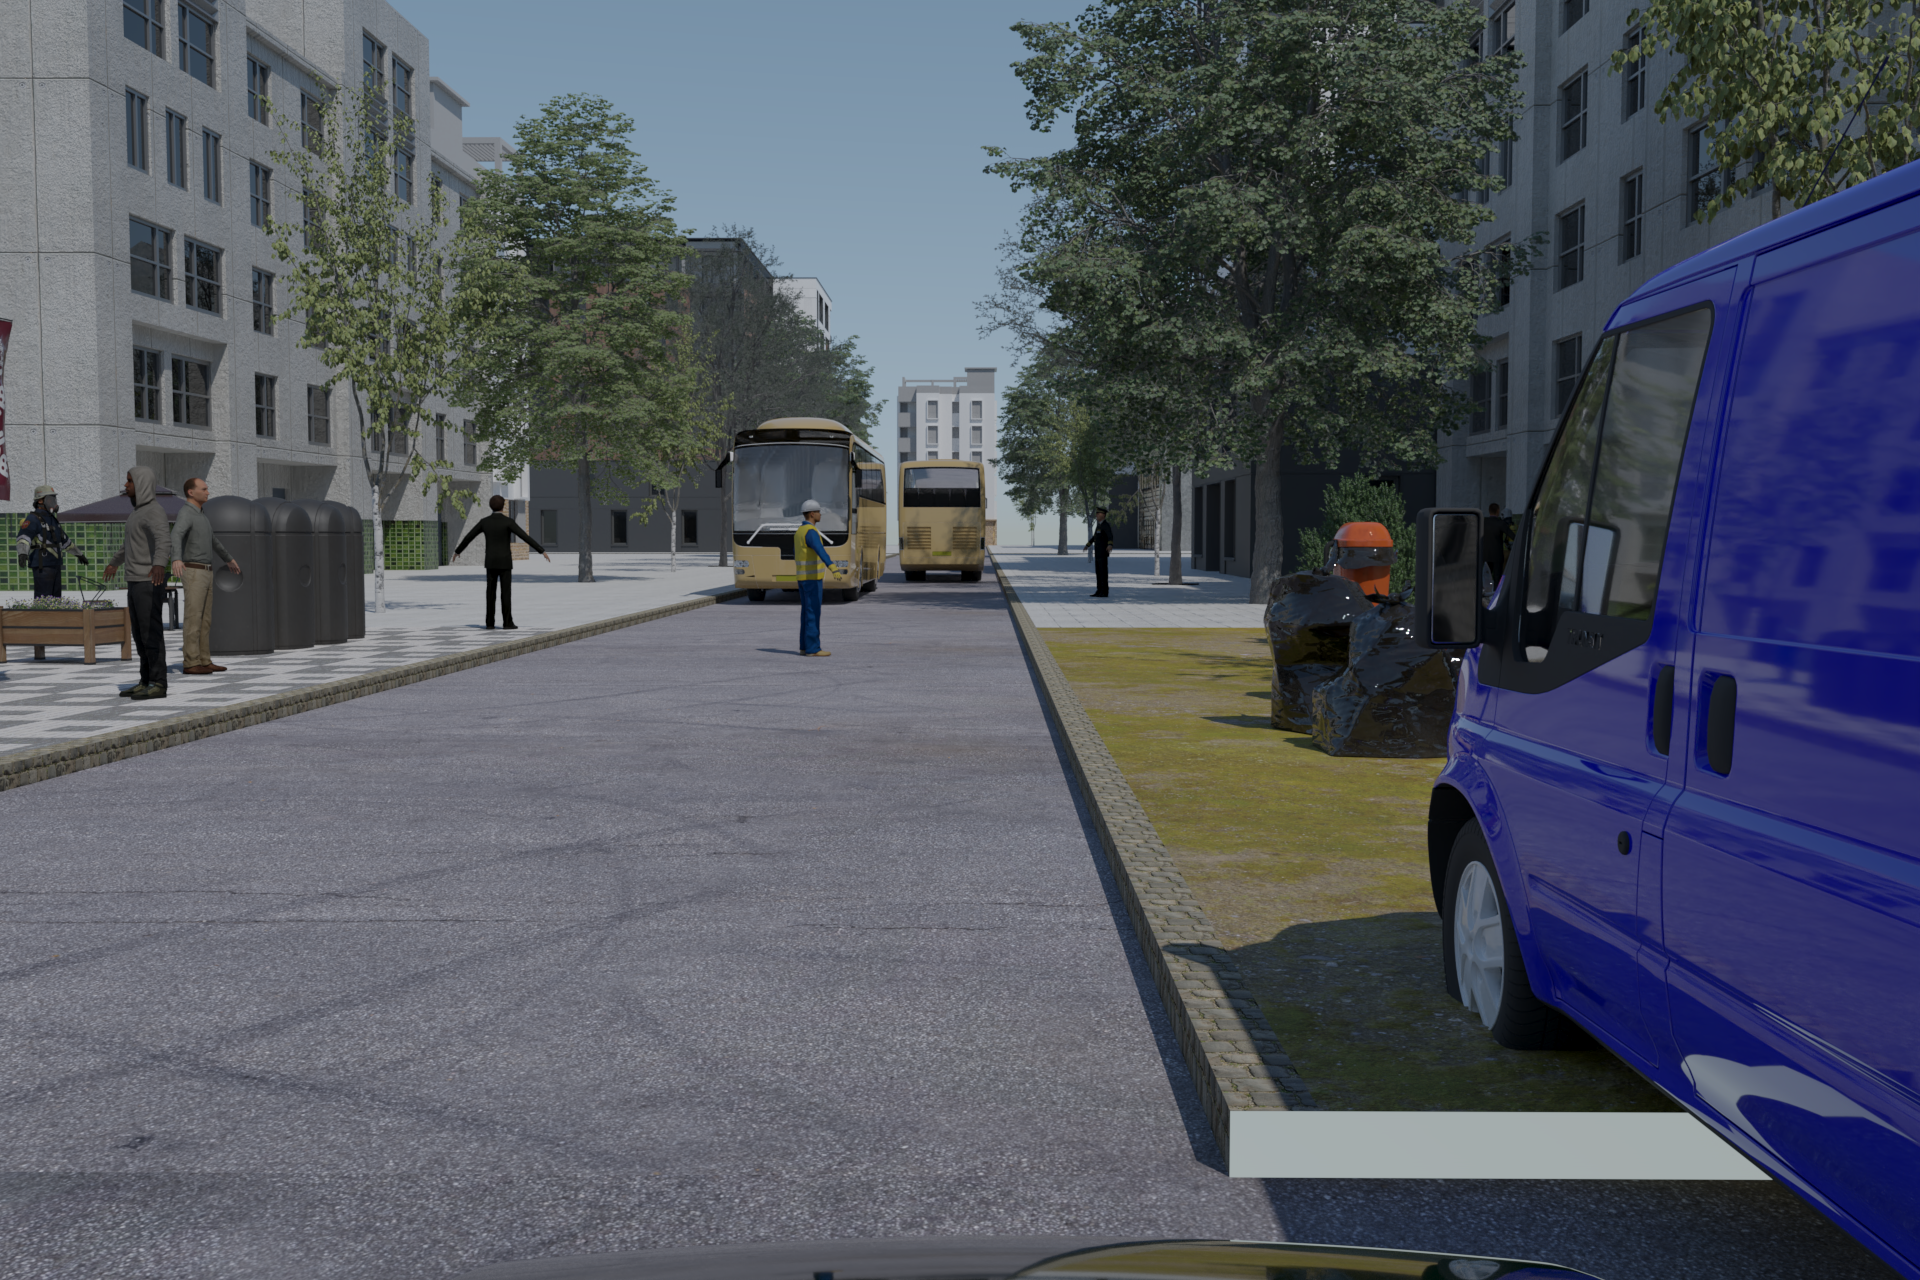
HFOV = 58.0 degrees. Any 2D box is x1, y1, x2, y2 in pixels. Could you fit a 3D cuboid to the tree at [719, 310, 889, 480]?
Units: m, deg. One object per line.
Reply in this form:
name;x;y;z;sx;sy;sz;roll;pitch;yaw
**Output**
tree;-8.701;-11.545;95.412;9.857;13.997;8.962;0;3;0

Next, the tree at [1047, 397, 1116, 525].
tree;6.892;-8.586;90.741;4.360;8.622;3.978;0;3;0

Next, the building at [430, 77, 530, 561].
building;-26.611;-13.258;73.186;16.016;20.090;11.380;0;4;1

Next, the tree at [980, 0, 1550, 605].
tree;5.542;-7.632;31.439;9.857;13.997;8.962;0;3;0

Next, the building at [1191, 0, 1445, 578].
building;22.479;-13.546;65.448;27.936;21.610;32.646;0;4;1

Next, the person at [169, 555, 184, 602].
person;-14.532;-1.436;32.740;0.991;1.433;0.599;0;4;4

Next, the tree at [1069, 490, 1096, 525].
tree;16.980;-17.630;194.905;9.857;13.997;8.962;0;3;0

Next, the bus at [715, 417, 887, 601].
bus;-3.302;-2.976;40.208;2.896;3.916;12.252;0;4;1

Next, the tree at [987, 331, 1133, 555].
tree;6.138;-12.087;104.285;9.857;13.997;8.962;0;3;0

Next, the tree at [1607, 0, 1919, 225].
tree;6.265;-3.784;12.237;4.737;8.622;4.395;0;3;0

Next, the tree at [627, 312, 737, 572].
tree;-9.632;-6.600;58.269;4.737;8.622;4.395;0;3;0

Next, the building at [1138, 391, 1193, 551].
building;24.433;-18.817;138.583;19.493;23.208;18.063;0;4;1

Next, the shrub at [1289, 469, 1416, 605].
shrub;4.552;-0.935;19.713;1.690;2.028;1.600;0;3;0

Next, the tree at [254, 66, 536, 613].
tree;-9.262;-4.732;27.738;4.737;8.622;4.395;0;3;0

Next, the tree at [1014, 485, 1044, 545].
tree;8.133;-15.026;196.044;4.737;8.622;4.395;0;3;0

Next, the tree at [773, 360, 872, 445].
tree;-8.783;-11.529;106.628;7.486;12.596;7.792;0;3;0

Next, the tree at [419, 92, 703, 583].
tree;-10.246;-7.777;45.279;7.486;12.596;7.792;0;3;0

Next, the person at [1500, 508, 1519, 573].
person;12.004;-1.979;38.118;1.354;1.858;0.705;-1;4;-14

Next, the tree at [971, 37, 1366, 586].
tree;5.473;-8.118;43.103;12.009;13.543;11.850;0;3;0

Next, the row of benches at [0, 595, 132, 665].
row of benches;-10.467;-0.129;17.576;4.104;0.672;1.422;1;4;10

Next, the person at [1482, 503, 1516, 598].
person;8.973;-1.399;29.094;0.704;1.802;1.346;-3;5;-42

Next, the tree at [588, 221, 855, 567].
tree;-9.122;-9.606;67.432;12.009;13.543;11.850;0;3;0

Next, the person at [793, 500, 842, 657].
person;-1.723;-0.730;20.360;0.705;1.833;1.349;-2;4;-24

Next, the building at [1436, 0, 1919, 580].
building;21.659;-10.198;33.192;16.747;18.905;31.486;0;4;1

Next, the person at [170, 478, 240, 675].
person;-6.986;-0.590;15.924;0.705;1.796;1.348;0;4;-2

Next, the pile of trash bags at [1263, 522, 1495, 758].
pile of trash bags;2.973;-0.110;11.556;1.912;1.369;3.447;0;4;0

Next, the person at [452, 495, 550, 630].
person;-6.188;-1.044;23.262;1.347;1.806;0.705;0;4;4

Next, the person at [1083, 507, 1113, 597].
person;2.852;-1.790;35.206;0.705;1.837;1.347;-1;4;-19

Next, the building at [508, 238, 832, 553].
building;-25.362;-17.865;136.067;27.936;21.610;32.646;0;4;1

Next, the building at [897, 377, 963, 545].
building;-6.912;-20.966;201.668;11.380;20.090;16.016;1;4;10

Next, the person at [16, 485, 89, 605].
person;-10.728;-0.894;20.391;0.705;1.856;1.354;0;4;2

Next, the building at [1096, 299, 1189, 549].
building;26.787;-19.635;165.004;27.936;21.610;32.646;0;4;0

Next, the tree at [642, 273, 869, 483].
tree;-9.364;-10.430;80.894;12.009;13.543;11.850;0;3;0

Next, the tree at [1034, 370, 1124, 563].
tree;5.599;-7.720;76.582;4.737;8.622;4.395;0;3;0

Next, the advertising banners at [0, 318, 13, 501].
advertising banners;-7.750;-1.042;13.218;0.090;3.025;2.074;0;4;0

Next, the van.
van;2.256;0.099;2.771;2.240;2.365;5.245;0;4;0

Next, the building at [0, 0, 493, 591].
building;-27.405;-11.473;54.038;16.747;18.905;31.486;0;4;1

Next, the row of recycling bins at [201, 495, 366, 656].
row of recycling bins;-7.735;-0.782;19.902;1.069;1.692;3.534;0;4;1

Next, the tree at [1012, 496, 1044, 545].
tree;8.584;-15.320;200.838;4.360;8.622;3.978;0;3;0

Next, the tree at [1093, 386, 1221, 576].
tree;5.976;-6.236;52.317;4.360;8.622;3.978;0;3;0

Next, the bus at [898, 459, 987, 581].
bus;-0.496;-3.945;56.042;2.896;3.916;12.252;0;4;0

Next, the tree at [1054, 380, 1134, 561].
tree;6.356;-8.086;82.563;4.737;8.622;4.395;0;3;0

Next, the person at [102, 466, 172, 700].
person;-6.396;-0.453;13.537;0.705;1.813;1.348;-3;5;-41
